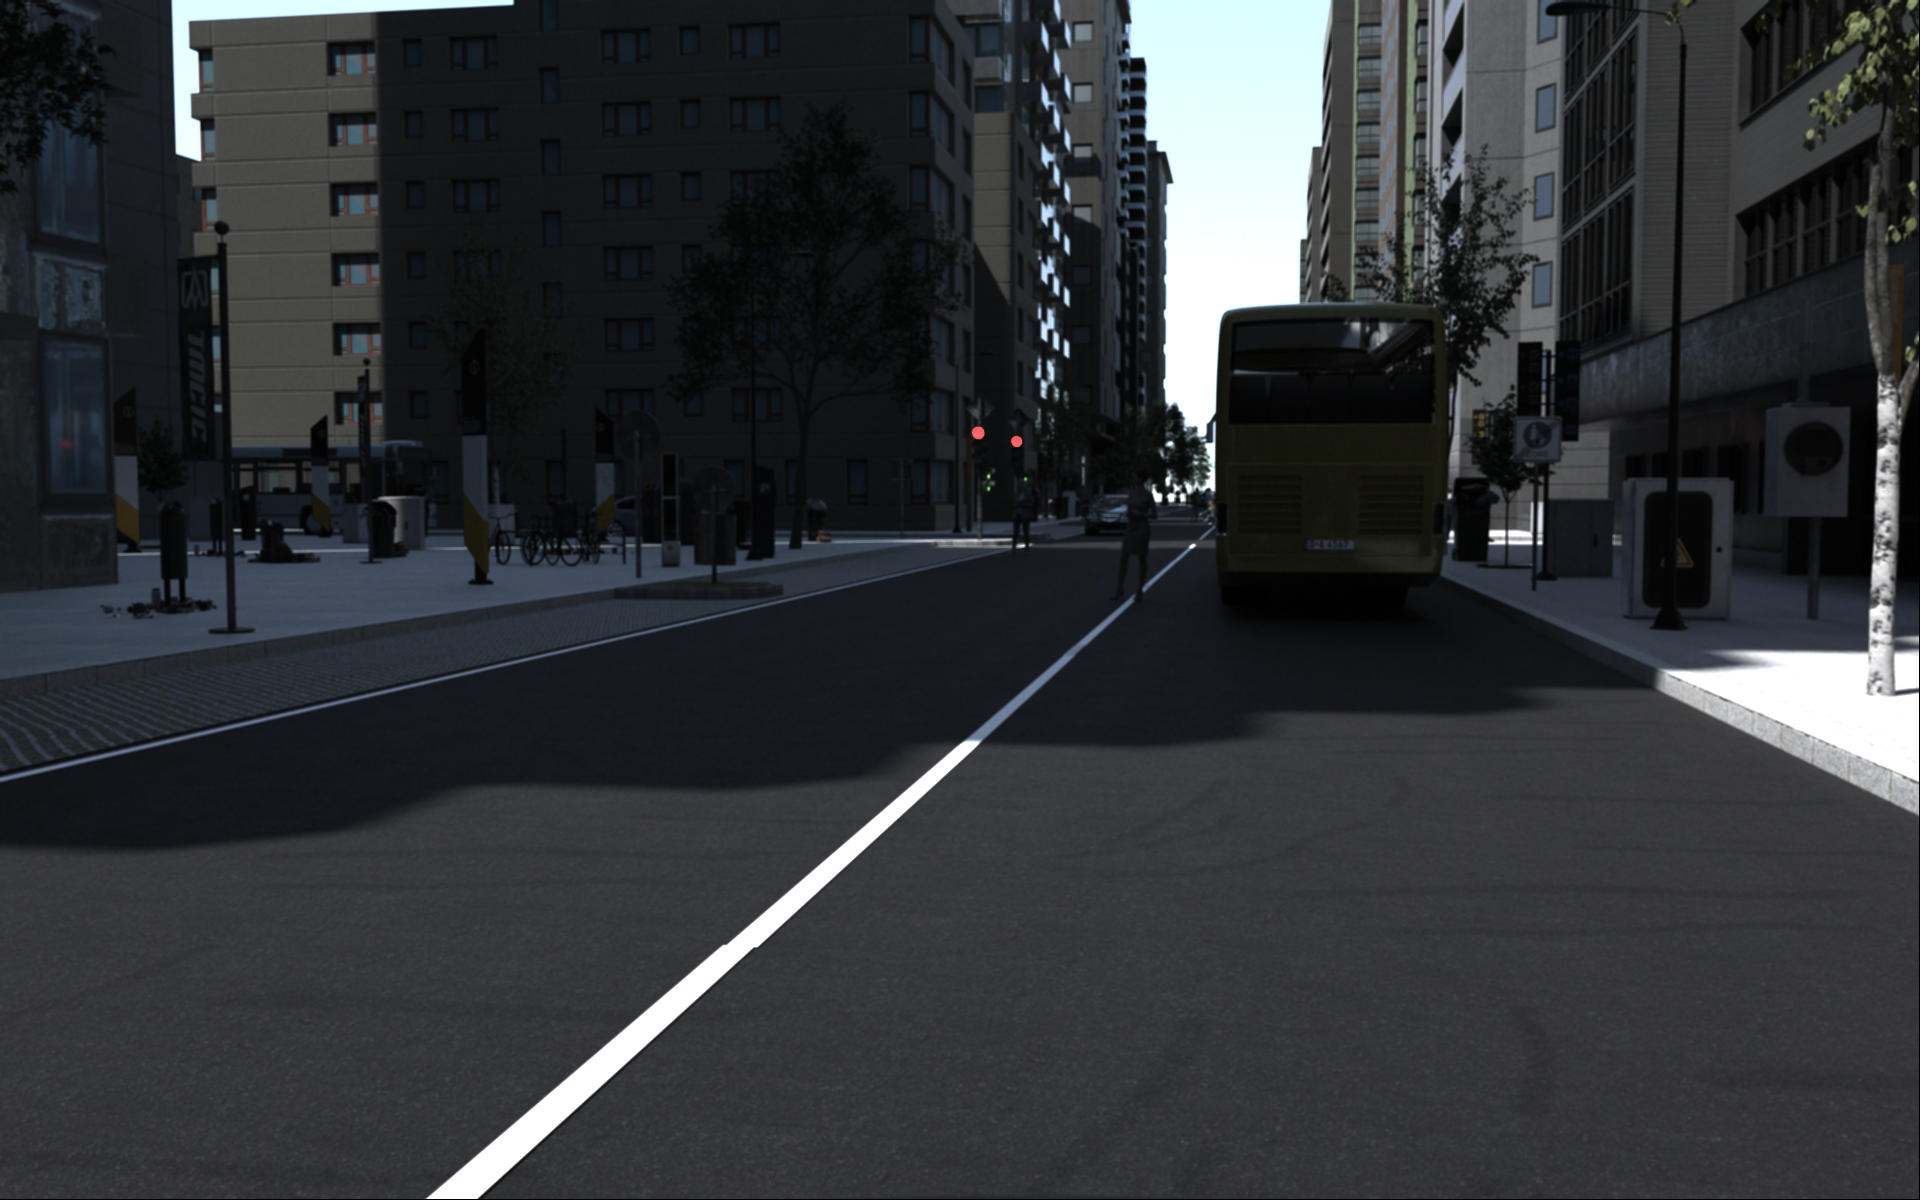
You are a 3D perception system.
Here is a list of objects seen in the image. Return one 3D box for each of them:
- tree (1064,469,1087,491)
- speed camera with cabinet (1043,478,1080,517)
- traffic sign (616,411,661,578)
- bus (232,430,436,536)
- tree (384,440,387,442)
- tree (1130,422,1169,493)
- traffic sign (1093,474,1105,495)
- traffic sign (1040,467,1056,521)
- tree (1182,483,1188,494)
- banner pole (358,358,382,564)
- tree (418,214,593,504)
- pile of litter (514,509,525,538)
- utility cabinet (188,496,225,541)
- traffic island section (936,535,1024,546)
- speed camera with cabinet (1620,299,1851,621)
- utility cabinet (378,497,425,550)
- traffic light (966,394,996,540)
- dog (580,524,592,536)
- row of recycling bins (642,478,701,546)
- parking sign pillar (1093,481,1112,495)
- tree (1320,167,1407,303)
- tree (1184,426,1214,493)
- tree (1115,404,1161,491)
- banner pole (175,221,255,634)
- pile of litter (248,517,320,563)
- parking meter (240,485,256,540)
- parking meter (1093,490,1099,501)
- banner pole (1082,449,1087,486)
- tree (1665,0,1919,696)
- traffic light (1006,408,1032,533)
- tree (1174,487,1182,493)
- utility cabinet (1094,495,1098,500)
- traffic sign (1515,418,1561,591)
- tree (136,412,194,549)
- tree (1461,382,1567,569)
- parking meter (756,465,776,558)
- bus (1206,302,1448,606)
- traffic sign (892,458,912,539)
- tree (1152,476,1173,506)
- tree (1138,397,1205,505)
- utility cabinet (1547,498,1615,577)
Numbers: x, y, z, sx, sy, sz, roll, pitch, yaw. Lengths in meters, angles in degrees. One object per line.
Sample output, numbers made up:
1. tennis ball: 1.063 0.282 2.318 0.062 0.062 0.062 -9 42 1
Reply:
1. tree: 8.569 -8.253 129.537 1.663 3.219 1.824 0 3 0
2. speed camera with cabinet: 5.627 -6.201 95.729 2.038 3.252 0.660 0 4 6
3. traffic sign: -4.921 -1.611 26.445 0.768 2.556 0.104 1 4 19
4. bus: -22.969 -3.772 56.538 13.247 3.499 2.948 1 4 11
5. tree: -20.166 -4.073 61.191 1.663 3.219 1.824 0 3 0
6. tree: 18.905 -13.486 170.854 4.360 8.622 3.978 0 3 0
7. traffic sign: 8.796 -6.690 109.488 0.768 2.556 0.104 1 4 18
8. traffic sign: 4.162 -5.034 82.415 0.768 2.556 0.104 1 4 17
9. tree: 34.724 -16.750 268.465 1.663 3.219 1.824 0 3 0
10. banner pole: -11.054 -2.580 32.199 0.401 3.779 0.863 -2 4 -34
11. tree: -12.236 -5.877 46.457 4.737 8.622 4.395 0 3 0
12. pile of litter: -13.279 -2.238 50.559 1.176 0.858 1.719 -2 4 -33
13. utility cabinet: -20.389 -2.197 47.079 1.020 1.237 0.306 0 4 -4
14. traffic island section: 0.537 -1.611 48.616 2.009 0.180 2.903 1 4 10
15. speed camera with cabinet: 7.885 -1.426 17.657 2.038 3.252 0.660 1 4 12
16. utility cabinet: -12.844 -1.754 39.840 1.020 1.237 0.306 1 4 12
17. traffic light: 0.575 -3.642 48.475 0.839 4.253 0.868 1 4 10
18. dog: -11.695 -2.163 54.649 0.406 0.507 0.540 1 4 9
19. row of recycling bins: -7.436 -2.302 44.757 1.069 1.692 3.534 -1 4 -23
20. parking sign pillar: 10.430 -8.455 126.710 1.447 3.967 1.447 1 4 20
21. tree: 10.057 -5.269 36.515 4.737 8.622 4.395 0 3 0
22. tree: 38.498 -22.634 288.198 7.486 12.596 7.792 0 3 0
23. tree: 14.425 -11.798 143.263 4.737 8.622 4.395 0 3 0
24. banner pole: -6.967 -1.595 16.090 0.863 3.779 0.401 2 4 29
25. pile of litter: -12.780 -1.146 32.695 1.176 0.858 1.719 -3 4 -37
26. parking meter: -19.830 -2.436 48.242 0.372 1.533 0.369 0 3 0
27. parking meter: 8.938 -6.457 113.981 0.372 1.533 0.369 0 3 0
28. banner pole: 6.939 -6.525 96.698 0.401 3.779 0.863 -1 4 -17
29. tree: 6.066 -3.687 10.648 4.737 8.622 4.395 0 3 0
30. traffic light: 1.900 -4.124 56.350 0.839 4.253 0.868 1 4 10
31. tree: 28.204 -14.497 231.627 1.663 3.219 1.824 0 3 0
32. utility cabinet: 8.663 -5.969 108.749 0.306 1.237 1.020 1 4 17
33. traffic sign: 7.617 -1.271 22.916 0.606 2.300 0.079 1 4 10
34. tree: -19.084 -2.838 40.997 1.663 3.219 1.824 0 3 0
35. tree: 9.674 -2.173 30.125 1.663 3.219 1.824 0 3 0
36. parking meter: -3.895 -1.779 34.798 0.399 1.863 0.255 0 4 -1
37. bus: 4.988 -2.054 25.134 2.896 3.916 12.252 1 4 8
38. traffic sign: -1.668 -2.913 49.754 0.606 2.300 0.079 1 4 14
39. tree: 25.221 -13.505 215.411 1.663 3.219 1.824 0 3 0
40. tree: 24.195 -17.622 205.129 9.611 12.733 9.660 0 3 0
41. utility cabinet: 9.602 -0.959 26.847 1.020 1.237 0.306 -1 4 -12
